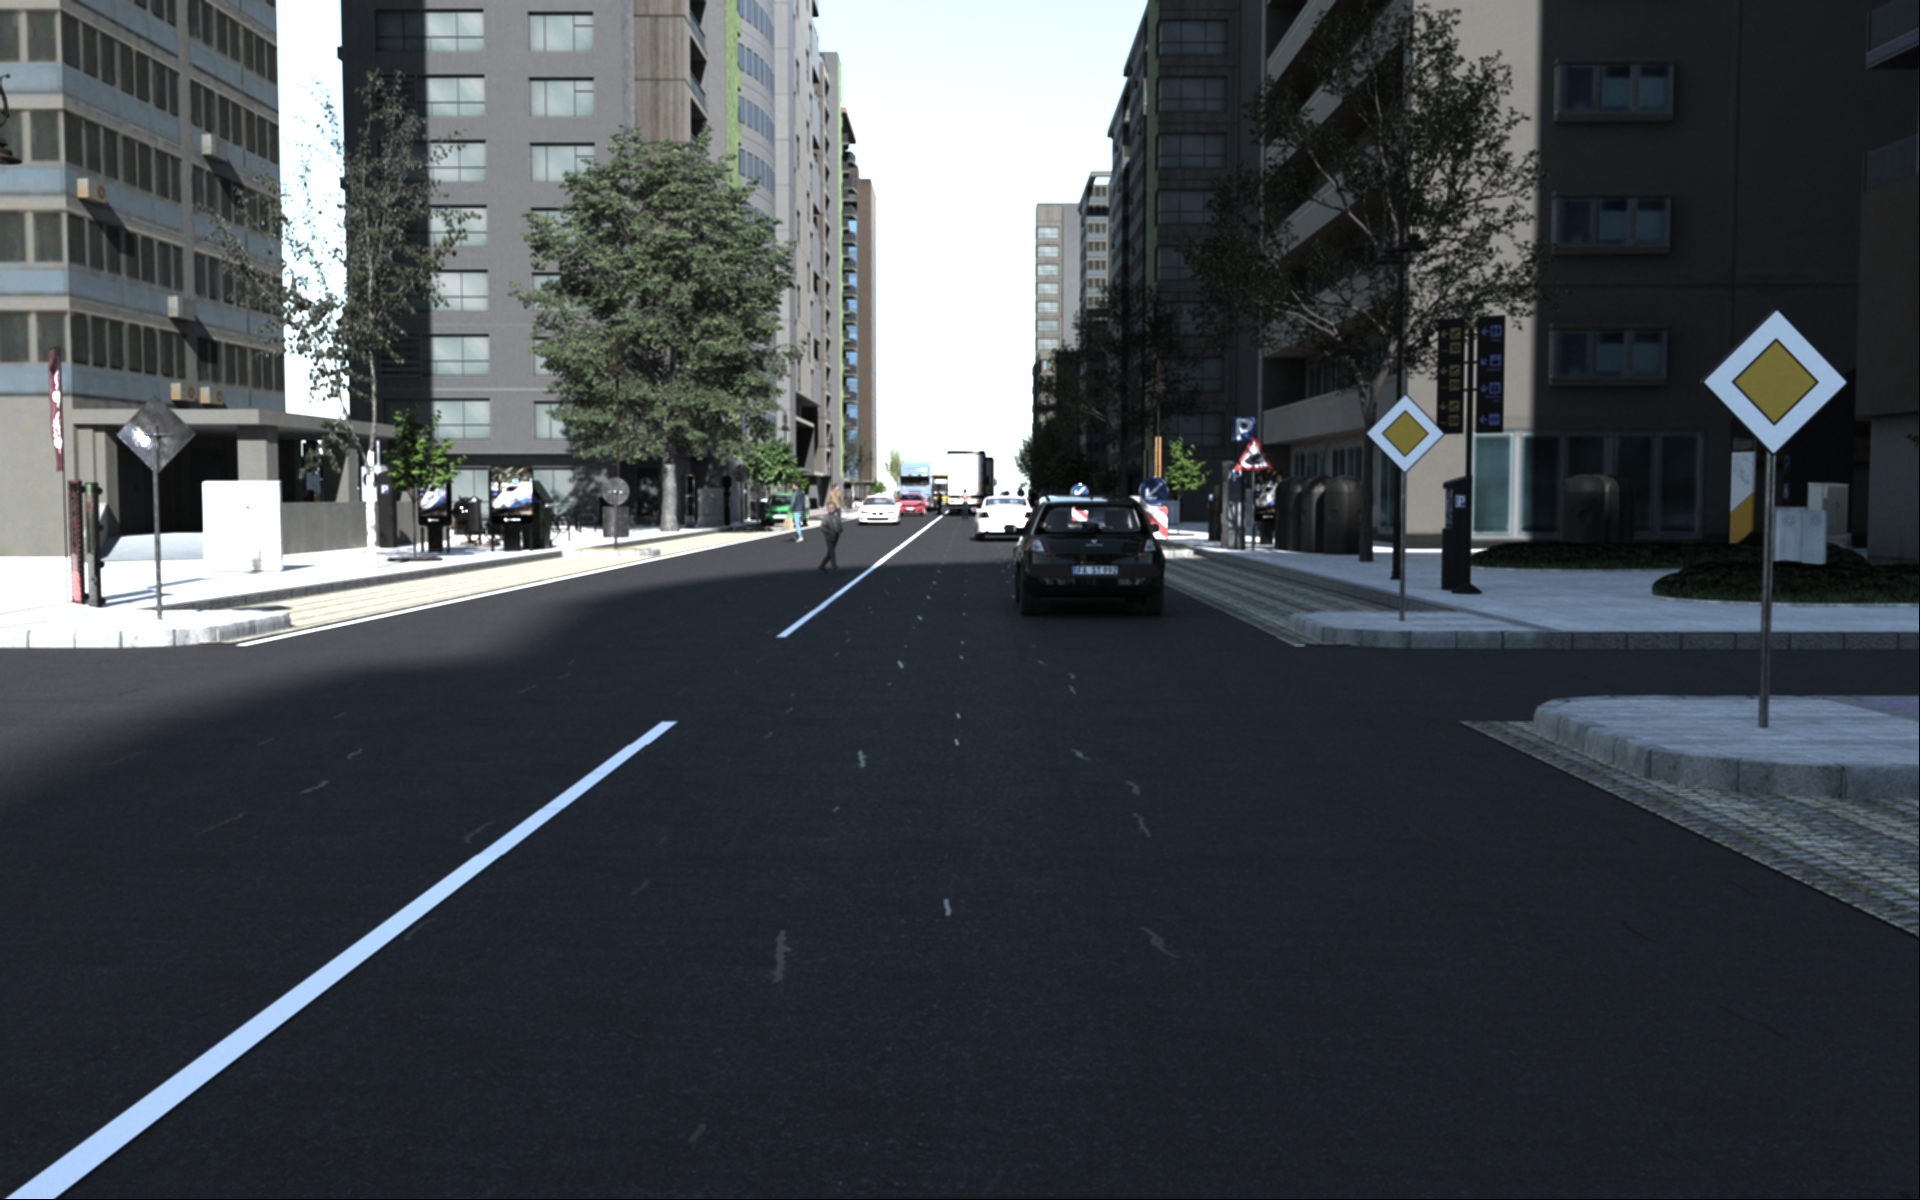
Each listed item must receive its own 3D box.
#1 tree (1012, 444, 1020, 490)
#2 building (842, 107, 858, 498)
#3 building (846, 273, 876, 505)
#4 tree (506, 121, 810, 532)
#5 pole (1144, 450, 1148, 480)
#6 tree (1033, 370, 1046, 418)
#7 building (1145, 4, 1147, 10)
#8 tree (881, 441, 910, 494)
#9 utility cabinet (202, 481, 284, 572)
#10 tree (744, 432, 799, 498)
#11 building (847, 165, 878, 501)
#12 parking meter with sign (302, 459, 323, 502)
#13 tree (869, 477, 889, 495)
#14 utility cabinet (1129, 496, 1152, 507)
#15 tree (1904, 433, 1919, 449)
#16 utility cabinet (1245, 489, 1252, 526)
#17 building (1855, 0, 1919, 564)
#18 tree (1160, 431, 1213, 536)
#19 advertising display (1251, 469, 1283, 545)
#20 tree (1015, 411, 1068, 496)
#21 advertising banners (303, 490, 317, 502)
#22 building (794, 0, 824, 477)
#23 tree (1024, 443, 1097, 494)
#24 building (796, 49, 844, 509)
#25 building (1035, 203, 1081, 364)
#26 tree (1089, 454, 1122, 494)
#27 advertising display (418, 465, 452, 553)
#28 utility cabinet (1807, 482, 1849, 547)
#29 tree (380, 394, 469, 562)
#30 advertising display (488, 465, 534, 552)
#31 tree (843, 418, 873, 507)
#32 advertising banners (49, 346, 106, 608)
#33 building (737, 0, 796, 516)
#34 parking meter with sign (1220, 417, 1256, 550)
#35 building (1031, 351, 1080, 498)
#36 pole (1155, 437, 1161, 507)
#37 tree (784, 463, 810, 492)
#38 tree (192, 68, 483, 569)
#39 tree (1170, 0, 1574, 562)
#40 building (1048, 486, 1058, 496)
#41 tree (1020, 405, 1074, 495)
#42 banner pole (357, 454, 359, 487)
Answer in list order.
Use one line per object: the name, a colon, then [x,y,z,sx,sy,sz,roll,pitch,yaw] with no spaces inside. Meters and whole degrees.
tree: [7.500,-14.144,181.623,4.737,8.622,4.395,0,3,0]
building: [-22.904,-32.904,192.597,22.147,44.769,28.867,0,4,0]
building: [-27.066,-32.294,219.890,32.217,40.220,23.993,0,4,0]
tree: [-9.990,-9.289,58.525,9.857,13.997,8.962,0,3,0]
pole: [8.622,-5.293,80.380,0.158,3.312,0.155,0,3,0]
tree: [6.689,-8.456,72.663,8.767,10.594,7.601,2,4,29]
building: [25.475,-26.773,129.617,32.217,40.220,23.993,0,4,0]
tree: [-8.892,-18.321,249.905,4.737,8.622,4.395,0,3,0]
utility cabinet: [-11.749,-1.205,28.385,1.173,1.500,0.318,-1,4,-14]
tree: [-9.847,-6.471,89.513,4.285,4.588,4.351,0,3,0]
building: [-18.734,-36.039,239.352,14.600,45.320,14.200,0,4,0]
parking meter with sign: [-31.407,-5.440,85.197,1.738,3.016,0.543,-1,4,-20]
tree: [-9.438,-12.154,193.317,1.663,3.219,1.824,0,3,0]
utility cabinet: [6.713,-3.230,63.975,1.020,1.237,0.306,3,5,43]
tree: [14.841,-1.865,25.087,1.663,3.219,1.824,0,3,0]
utility cabinet: [11.284,-3.689,68.986,0.318,1.500,1.173,3,4,37]
building: [23.341,-22.829,23.369,14.200,45.320,14.600,0,4,0]
tree: [6.715,-3.596,53.399,1.663,3.219,1.824,0,3,0]
advertising display: [7.726,-2.348,43.600,0.974,1.923,0.123,-2,4,-34]
tree: [7.153,-12.128,148.647,4.360,8.622,3.978,0,3,0]
advertising banners: [-20.940,-3.514,53.648,2.074,3.025,0.090,0,4,5]
building: [-25.162,-33.339,134.336,28.713,52.752,27.495,0,4,0]
tree: [7.150,-7.813,111.456,4.285,4.588,4.351,0,3,0]
building: [-18.001,-28.856,155.394,14.154,41.232,14.086,0,4,0]
building: [17.524,-34.319,244.710,14.154,41.232,14.086,0,4,0]
tree: [7.026,-5.494,84.422,1.663,3.219,1.824,0,3,0]
advertising display: [-11.546,-2.010,38.074,0.974,1.923,0.123,2,4,33]
utility cabinet: [16.455,-1.477,32.836,1.173,1.500,0.318,-3,5,-42]
tree: [-10.522,-2.355,33.111,1.663,3.219,1.824,0,3,0]
advertising display: [-10.023,-2.048,38.705,0.974,1.923,0.123,-2,4,-26]
tree: [-10.338,-13.286,167.593,4.360,8.622,3.978,0,3,0]
advertising banners: [-10.300,-1.466,20.158,0.090,3.025,2.074,-3,5,-40]
building: [-22.046,-34.485,105.836,21.231,58.520,28.212,0,4,0]
parking meter with sign: [6.383,-2.686,40.182,0.543,3.016,1.738,0,4,-3]
building: [23.572,-23.167,223.821,27.650,21.520,28.899,0,4,0]
pole: [7.030,-4.140,61.525,0.158,3.312,0.155,0,3,0]
tree: [-9.893,-6.786,105.550,1.663,3.219,1.824,0,3,0]
tree: [-10.355,-4.842,29.536,4.360,8.622,3.978,0,3,0]
tree: [7.479,-5.994,32.416,8.767,10.594,7.601,3,5,42]
building: [26.303,-30.863,196.485,32.217,40.220,23.993,0,4,0]
tree: [7.282,-11.571,139.544,4.737,8.622,4.395,0,3,0]
banner pole: [-26.371,-5.253,75.905,0.401,3.779,0.863,-3,5,-42]
